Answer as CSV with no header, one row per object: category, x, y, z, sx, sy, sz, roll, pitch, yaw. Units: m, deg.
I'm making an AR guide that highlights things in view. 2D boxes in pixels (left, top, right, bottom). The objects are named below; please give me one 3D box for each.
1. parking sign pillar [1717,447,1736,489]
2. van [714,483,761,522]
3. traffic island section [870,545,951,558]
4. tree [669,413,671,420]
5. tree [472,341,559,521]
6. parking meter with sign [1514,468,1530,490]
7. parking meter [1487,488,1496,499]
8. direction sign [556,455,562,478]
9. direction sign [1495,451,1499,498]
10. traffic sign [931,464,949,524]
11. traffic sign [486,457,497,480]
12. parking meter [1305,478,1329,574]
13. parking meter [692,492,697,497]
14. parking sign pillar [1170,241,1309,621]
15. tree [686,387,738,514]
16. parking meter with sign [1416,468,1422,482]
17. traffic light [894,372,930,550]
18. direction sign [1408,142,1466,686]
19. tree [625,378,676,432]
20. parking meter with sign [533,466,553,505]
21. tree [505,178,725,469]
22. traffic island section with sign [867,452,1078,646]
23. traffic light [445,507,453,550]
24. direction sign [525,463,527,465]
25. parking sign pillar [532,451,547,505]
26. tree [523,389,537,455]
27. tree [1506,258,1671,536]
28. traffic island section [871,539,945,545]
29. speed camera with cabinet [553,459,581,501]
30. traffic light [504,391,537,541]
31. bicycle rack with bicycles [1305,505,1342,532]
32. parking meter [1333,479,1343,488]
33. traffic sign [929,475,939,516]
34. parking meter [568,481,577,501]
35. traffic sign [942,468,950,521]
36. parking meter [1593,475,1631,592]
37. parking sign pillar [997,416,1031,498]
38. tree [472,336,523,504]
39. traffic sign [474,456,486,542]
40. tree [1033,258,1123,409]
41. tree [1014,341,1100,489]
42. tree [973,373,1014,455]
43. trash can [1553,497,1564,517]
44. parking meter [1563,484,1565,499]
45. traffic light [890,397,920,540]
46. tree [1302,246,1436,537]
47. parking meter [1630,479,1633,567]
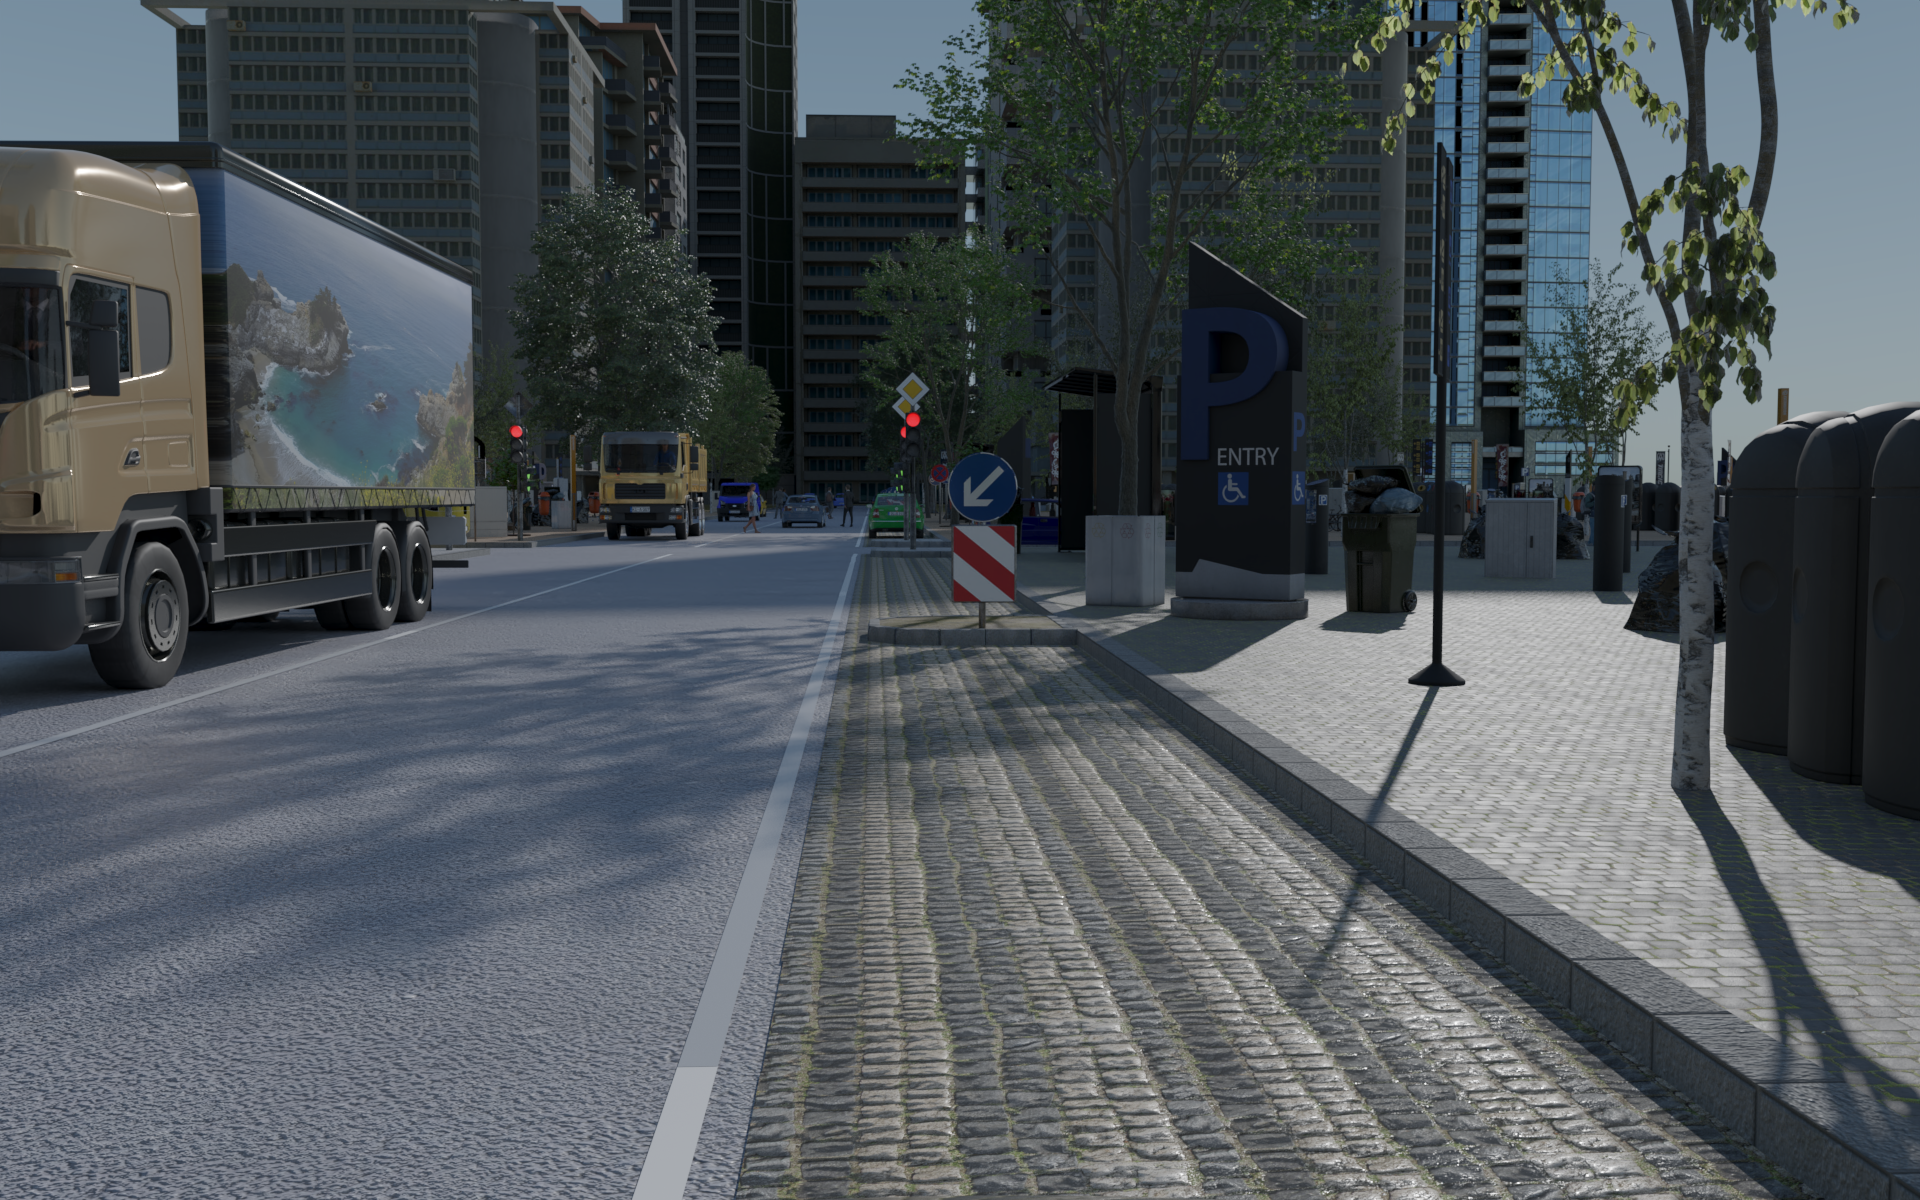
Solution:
parking sign pillar,44.073,-6.788,99.460,1.447,3.967,1.447,-1,4,-16
van,-11.647,-5.317,91.320,2.240,2.365,5.245,0,4,-2
traffic island section,-1.067,-1.091,40.113,2.009,0.180,2.903,0,4,-3
tree,-17.191,-12.062,122.971,9.928,11.665,9.643,0,3,0
tree,-21.491,-8.101,82.821,4.737,8.622,4.395,0,3,0
parking meter with sign,36.919,-7.223,114.355,0.543,3.016,1.738,3,5,45
parking meter,23.888,-4.248,77.862,0.372,1.533,0.369,0,3,0
direction sign,-23.505,-6.704,101.605,0.379,3.537,0.876,-3,4,-36
direction sign,28.493,-6.098,91.701,0.379,3.537,0.876,0,4,-3
traffic sign,-0.856,-4.528,74.134,0.768,2.556,0.104,0,4,4
traffic sign,-14.680,-3.246,54.255,0.795,2.450,0.064,0,4,5
parking meter,5.717,-1.183,27.758,0.372,1.533,0.369,0,3,0
parking meter,-16.275,-5.970,106.025,0.372,1.533,0.369,0,3,0
parking sign pillar,2.944,-1.815,18.142,1.447,3.967,1.447,2,4,33
tree,-16.656,-10.009,114.002,4.737,8.622,4.395,0,3,0
parking meter with sign,29.776,-7.229,114.463,0.543,3.016,1.738,-2,4,-26
traffic light,-1.107,-3.124,39.997,0.839,4.253,0.868,0,4,-3
direction sign,3.233,-1.201,11.640,0.379,3.537,0.876,1,4,21
tree,-19.541,-9.616,107.590,4.360,8.622,3.978,0,3,0
parking meter with sign,-25.342,-6.731,106.311,1.738,3.016,0.543,0,4,2
tree,-13.752,-10.004,70.226,9.857,13.997,8.962,0,3,0
traffic island section with sign,0.075,-0.526,17.222,1.989,1.847,2.006,0,4,-3
traffic light,-11.654,-3.091,39.456,0.839,4.253,0.868,0,4,-3
direction sign,-23.562,-6.172,92.903,0.876,3.537,0.379,2,4,24
parking sign pillar,-26.667,-7.424,109.851,1.447,3.967,1.447,1,4,9
tree,-29.850,-10.064,114.914,4.360,8.622,3.978,0,3,0
tree,19.131,-6.297,53.318,4.737,8.622,4.395,0,3,0
traffic island section,-1.466,-1.578,48.088,2.009,0.180,2.903,0,4,-3
speed camera with cabinet,-22.072,-6.301,97.362,0.660,3.252,2.038,-3,5,-44
traffic light,-12.053,-3.579,47.431,0.839,4.253,0.868,0,4,-3
bicycle rack with bicycles,12.092,-2.738,58.152,2.925,0.926,2.852,-1,4,-13
parking meter,15.126,-3.891,69.328,0.255,1.863,0.399,-2,4,-34
traffic sign,-1.433,-6.195,101.391,0.768,2.556,0.104,0,4,5
parking meter,-17.385,-4.402,77.687,0.399,1.863,0.255,0,4,-7
traffic sign,-0.664,-5.122,83.848,0.768,2.556,0.104,0,4,2
parking meter,8.590,-0.888,22.931,0.372,1.533,0.369,0,3,0
parking sign pillar,1.882,-4.399,60.396,1.447,3.967,1.447,-3,5,-41
tree,-22.511,-7.765,77.317,4.360,8.622,3.978,0,3,0
traffic sign,-13.066,-2.722,46.642,0.606,2.300,0.079,0,4,6
tree,4.649,-6.225,52.149,4.360,8.622,3.978,0,3,0
tree,5.022,-8.156,83.705,4.737,8.622,4.395,0,3,0
tree,2.573,-9.271,101.943,4.737,8.622,4.395,0,3,0
trash can,26.829,-4.067,78.151,0.748,1.137,0.748,0,3,0
parking meter,42.204,-7.022,120.527,0.255,1.863,0.399,3,4,36
traffic light,-1.506,-3.612,47.972,0.839,4.253,0.868,0,4,-3
tree,11.280,-6.187,51.519,4.737,8.622,4.395,0,3,0
parking meter,10.798,-1.220,28.363,0.372,1.533,0.369,0,3,0
